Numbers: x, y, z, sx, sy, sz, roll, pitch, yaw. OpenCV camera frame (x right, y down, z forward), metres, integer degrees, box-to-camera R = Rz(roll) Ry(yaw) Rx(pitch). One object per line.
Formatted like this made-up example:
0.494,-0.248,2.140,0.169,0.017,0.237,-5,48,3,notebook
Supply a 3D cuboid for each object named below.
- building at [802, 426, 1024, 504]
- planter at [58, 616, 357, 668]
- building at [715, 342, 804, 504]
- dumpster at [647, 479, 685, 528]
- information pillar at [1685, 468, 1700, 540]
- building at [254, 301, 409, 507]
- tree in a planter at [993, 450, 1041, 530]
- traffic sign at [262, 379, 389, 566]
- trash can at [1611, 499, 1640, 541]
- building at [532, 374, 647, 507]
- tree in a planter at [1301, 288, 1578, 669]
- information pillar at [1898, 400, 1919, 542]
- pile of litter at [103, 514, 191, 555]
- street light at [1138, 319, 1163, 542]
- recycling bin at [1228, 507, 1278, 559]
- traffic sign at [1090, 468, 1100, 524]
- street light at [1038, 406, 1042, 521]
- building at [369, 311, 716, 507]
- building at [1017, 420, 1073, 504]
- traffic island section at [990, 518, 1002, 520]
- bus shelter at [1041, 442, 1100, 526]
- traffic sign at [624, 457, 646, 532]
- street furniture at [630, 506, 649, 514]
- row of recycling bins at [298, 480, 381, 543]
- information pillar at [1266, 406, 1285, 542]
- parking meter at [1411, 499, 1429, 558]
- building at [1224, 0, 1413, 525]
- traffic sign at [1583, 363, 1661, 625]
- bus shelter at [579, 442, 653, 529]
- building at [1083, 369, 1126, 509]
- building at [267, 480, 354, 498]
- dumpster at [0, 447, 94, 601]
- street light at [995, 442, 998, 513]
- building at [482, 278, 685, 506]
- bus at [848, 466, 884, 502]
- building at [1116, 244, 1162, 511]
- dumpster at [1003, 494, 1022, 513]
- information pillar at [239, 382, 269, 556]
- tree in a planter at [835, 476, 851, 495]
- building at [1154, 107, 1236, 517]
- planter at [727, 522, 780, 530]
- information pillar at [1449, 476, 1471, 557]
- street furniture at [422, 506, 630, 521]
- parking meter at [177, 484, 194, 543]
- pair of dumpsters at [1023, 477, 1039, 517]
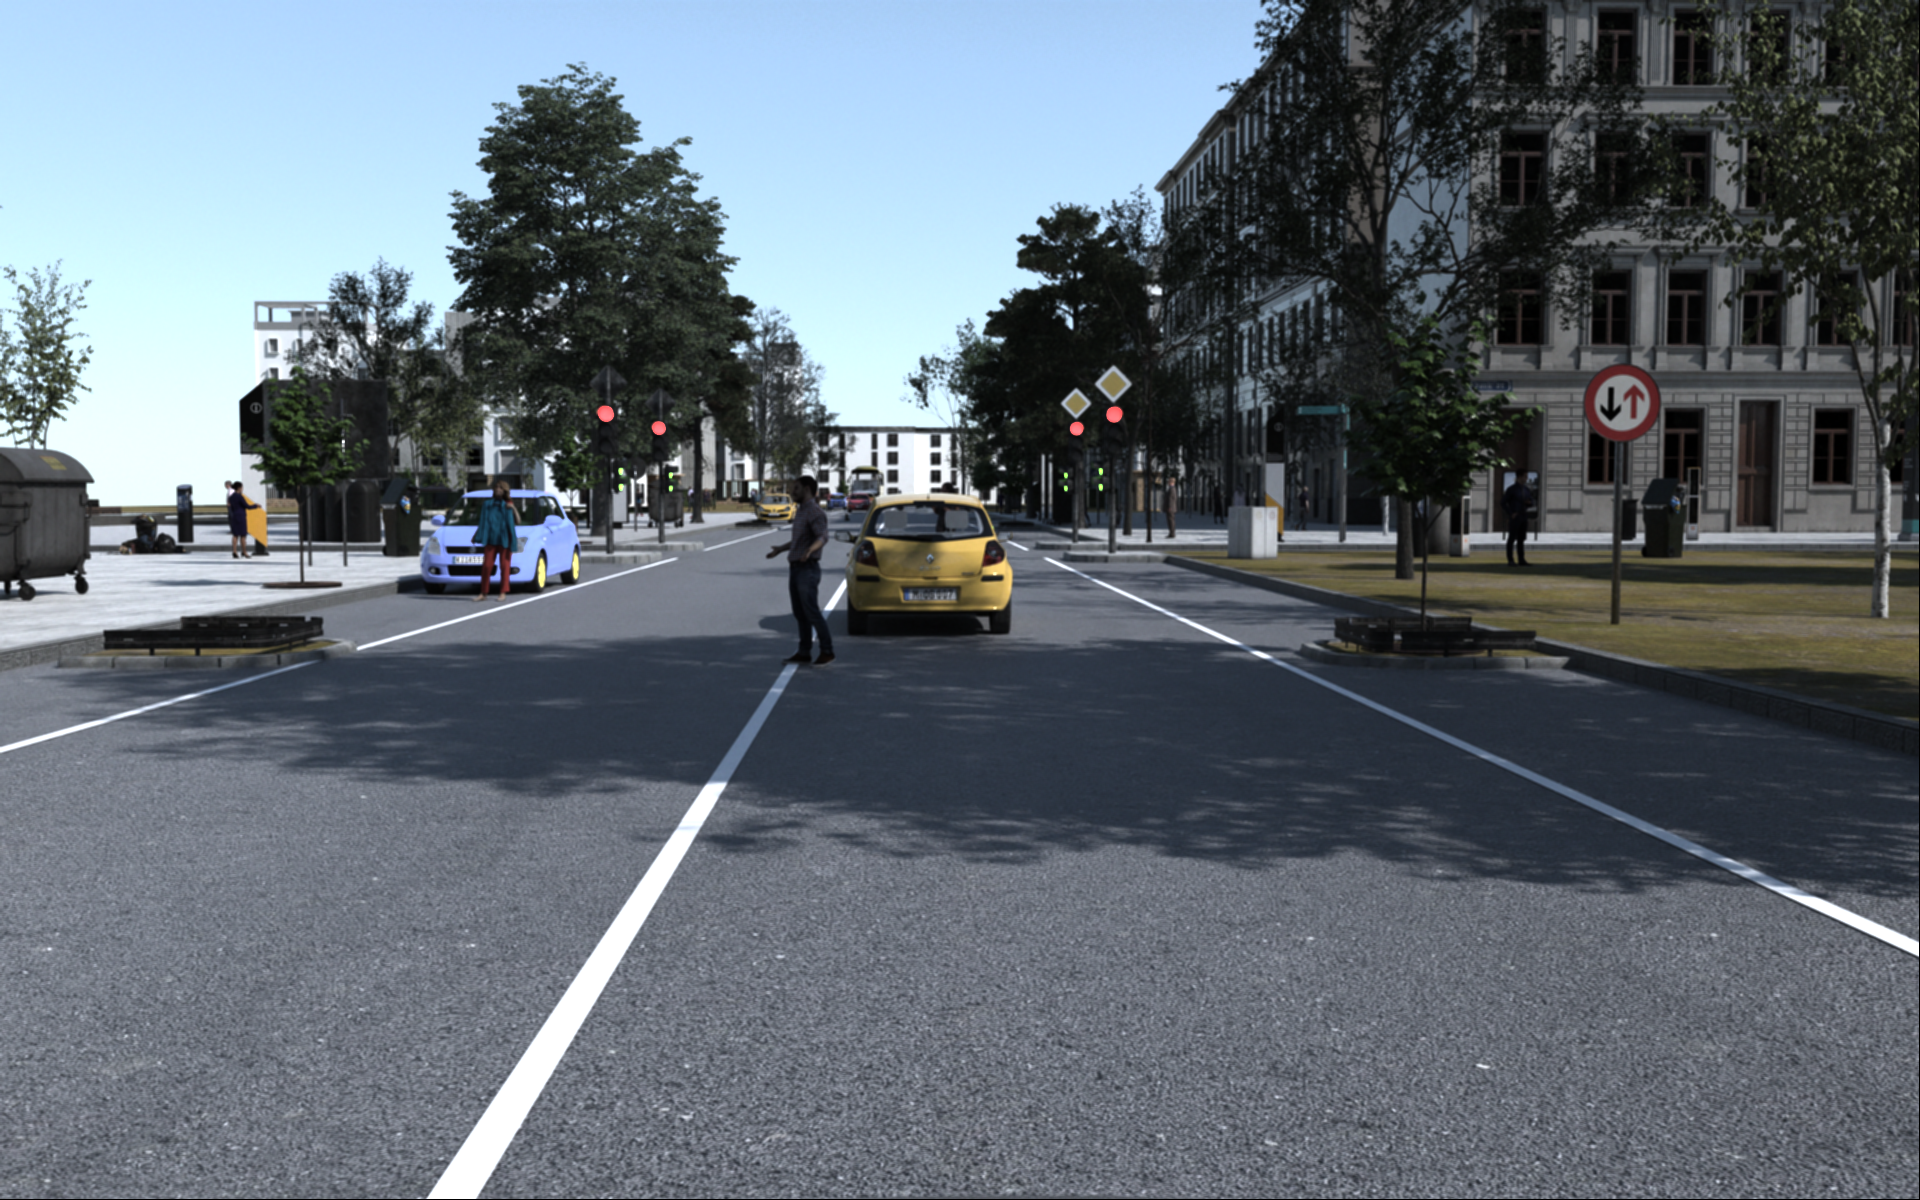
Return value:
-5.750,-16.934,219.017,28.070,9.664,9.099,0,4,-2,building
-6.471,0.359,15.263,1.991,0.319,1.994,0,4,-2,planter
-26.091,-22.384,222.401,11.380,20.091,16.016,0,4,-2,building
-11.243,-3.691,66.100,1.264,1.857,1.865,0,4,-2,dumpster
20.384,-2.672,48.183,0.304,2.012,0.304,1,4,14,information pillar
-63.238,-19.563,176.271,11.380,20.091,16.016,0,4,-2,building
2.229,-4.452,70.018,1.991,3.239,1.994,0,4,-2,tree in a planter
-11.268,-2.257,30.773,2.265,3.308,0.079,0,4,4,traffic sign
18.401,-2.220,47.945,0.748,1.137,0.748,0,3,0,trash can
-28.672,-11.736,134.031,9.099,9.664,28.070,0,4,-2,building
4.058,-1.091,15.065,1.991,3.239,1.994,0,4,-2,tree in a planter
25.823,-3.497,46.549,0.750,3.857,0.750,0,4,4,information pillar
-17.513,-1.423,37.229,1.719,0.858,1.176,0,4,-7,pile of litter
5.034,-4.473,45.924,0.468,5.910,1.993,0,4,-2,street light
5.819,-1.338,34.437,0.722,1.027,0.722,-2,4,-33,recycling bin
5.984,-4.571,74.837,0.768,2.556,0.104,0,4,1,traffic sign
3.842,-6.744,83.048,0.468,5.910,1.993,0,4,-2,street light
-41.665,-18.964,176.515,31.486,18.905,16.747,0,4,-2,building
24.303,-23.609,229.976,32.646,21.610,27.936,0,4,-2,building
1.332,-4.537,97.043,1.991,0.108,1.994,0,4,-2,traffic island section
4.462,-5.902,74.131,2.179,5.291,8.768,0,4,-2,bus shelter
-11.112,-3.619,59.280,0.768,2.556,0.104,0,4,1,traffic sign
-24.644,-6.106,115.462,10.072,0.657,5.734,-1,4,-16,street furniture
-16.779,-2.423,46.723,3.534,1.692,1.069,3,5,43,row of recycling bins
8.419,-3.355,46.214,0.504,3.616,0.183,1,4,15,information pillar
9.294,-1.631,35.071,0.372,1.533,0.369,0,3,0,parking meter
21.064,-17.486,83.151,12.463,27.353,25.104,0,4,-2,building
6.456,-1.032,16.987,0.768,2.556,0.104,0,4,-1,traffic sign
-13.036,-4.414,66.087,2.014,3.302,5.546,0,4,-2,bus shelter
21.033,-17.924,159.508,16.747,18.905,31.486,0,4,-2,building
-73.938,-16.861,217.824,28.070,9.664,9.099,0,4,-2,building
-11.755,-0.960,21.457,1.264,1.857,1.865,0,4,-2,dumpster
2.582,-9.014,120.170,0.468,5.910,1.993,0,4,-2,street light
-32.849,-18.156,153.272,16.016,20.091,11.380,0,4,-2,building
-8.258,-9.977,154.671,2.896,3.916,12.252,0,4,-1,bus
20.663,-17.173,137.206,16.016,20.091,11.380,0,4,-2,building
3.573,-6.787,116.721,1.264,1.857,1.865,0,4,-2,dumpster
-14.671,-2.730,35.988,0.504,3.616,0.183,-1,4,-18,information pillar
-11.771,-10.830,174.292,1.991,3.239,1.994,0,4,-2,tree in a planter
20.029,-19.028,108.378,12.463,27.353,25.104,0,4,-2,building
-8.286,-2.973,69.749,1.991,0.319,1.994,0,4,-2,planter
10.203,-1.886,35.331,0.304,2.012,0.304,-3,5,-42,information pillar
-21.594,-4.254,85.177,10.072,0.657,5.734,-1,4,-9,street furniture
-20.452,-2.281,45.713,0.372,1.533,0.369,0,3,0,parking meter
4.567,-5.901,98.978,1.574,2.255,4.436,0,4,-2,pair of dumpsters
